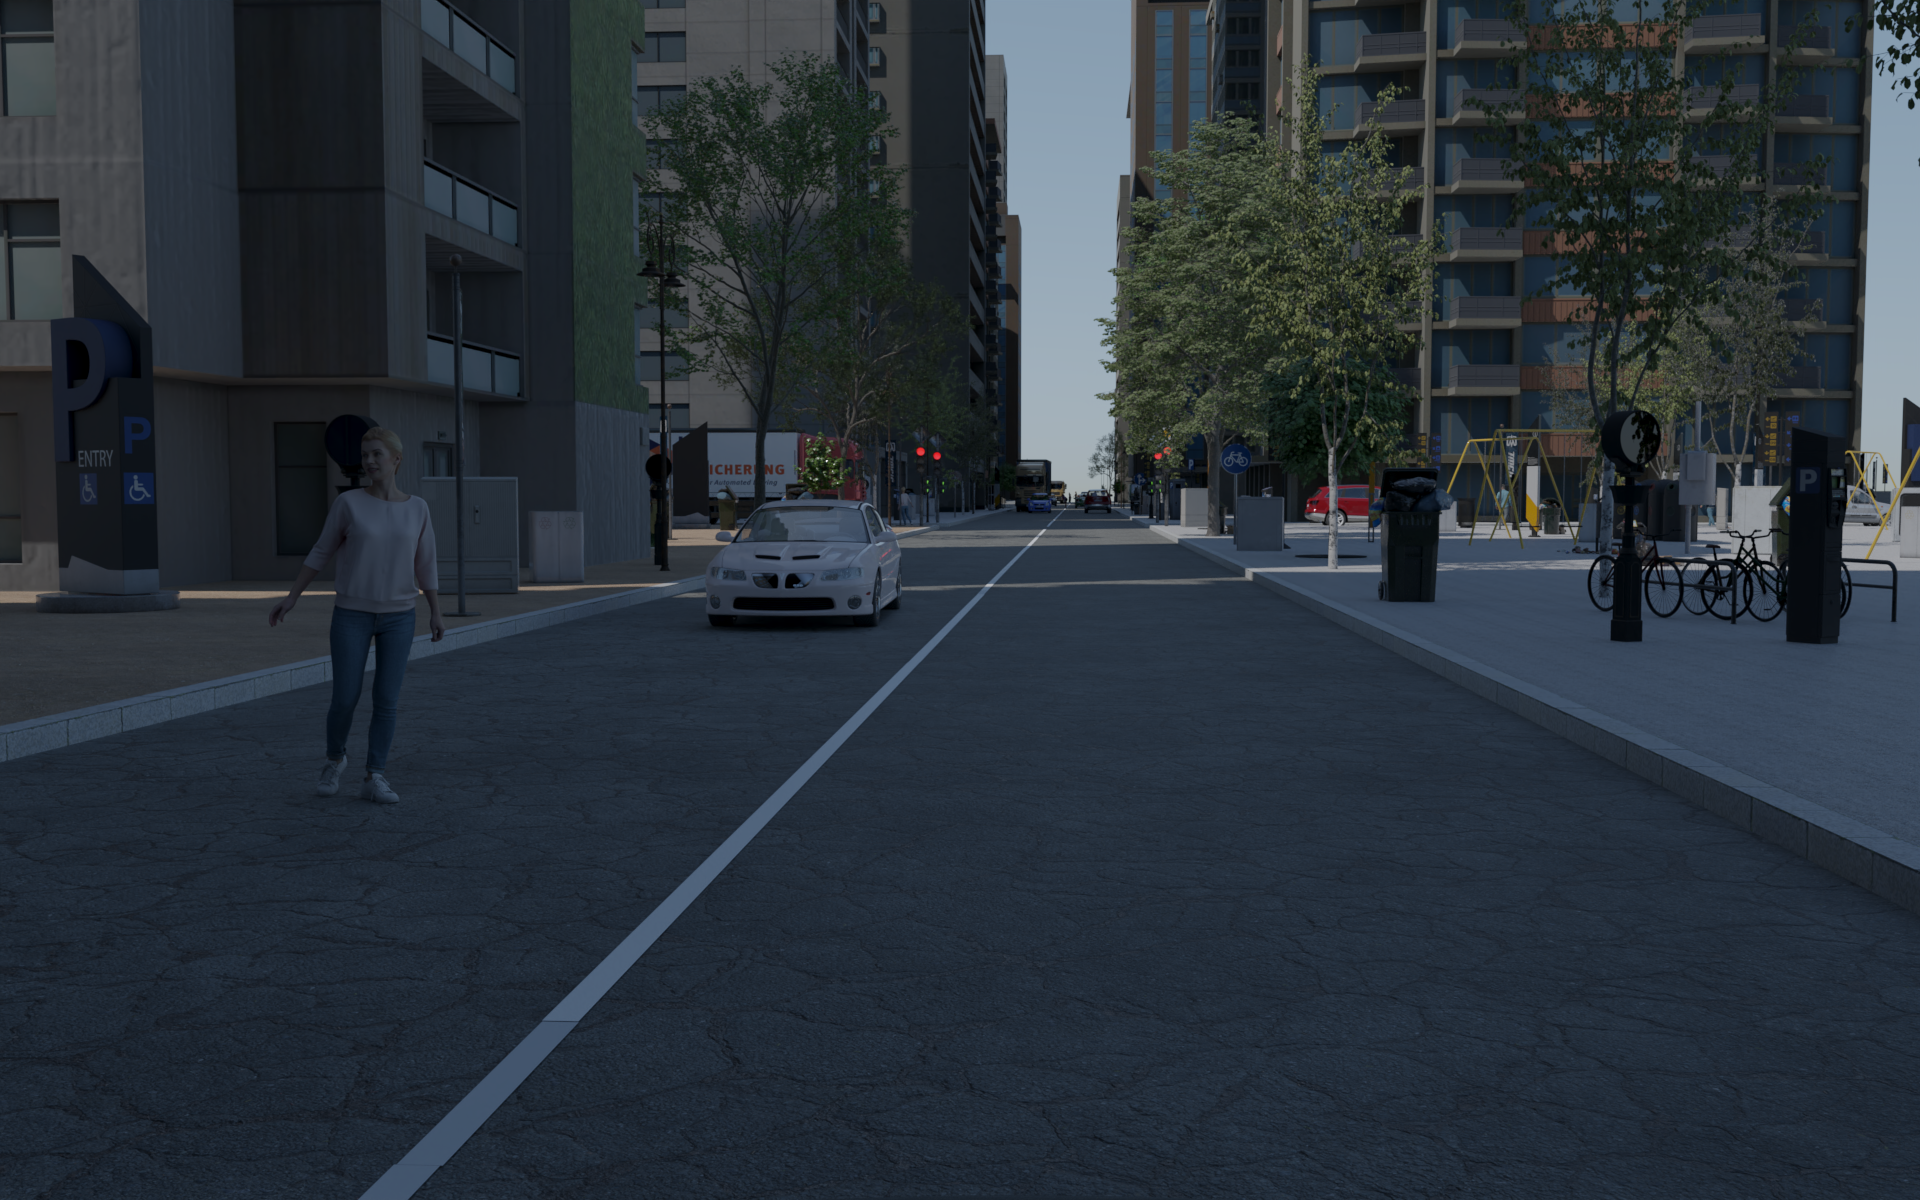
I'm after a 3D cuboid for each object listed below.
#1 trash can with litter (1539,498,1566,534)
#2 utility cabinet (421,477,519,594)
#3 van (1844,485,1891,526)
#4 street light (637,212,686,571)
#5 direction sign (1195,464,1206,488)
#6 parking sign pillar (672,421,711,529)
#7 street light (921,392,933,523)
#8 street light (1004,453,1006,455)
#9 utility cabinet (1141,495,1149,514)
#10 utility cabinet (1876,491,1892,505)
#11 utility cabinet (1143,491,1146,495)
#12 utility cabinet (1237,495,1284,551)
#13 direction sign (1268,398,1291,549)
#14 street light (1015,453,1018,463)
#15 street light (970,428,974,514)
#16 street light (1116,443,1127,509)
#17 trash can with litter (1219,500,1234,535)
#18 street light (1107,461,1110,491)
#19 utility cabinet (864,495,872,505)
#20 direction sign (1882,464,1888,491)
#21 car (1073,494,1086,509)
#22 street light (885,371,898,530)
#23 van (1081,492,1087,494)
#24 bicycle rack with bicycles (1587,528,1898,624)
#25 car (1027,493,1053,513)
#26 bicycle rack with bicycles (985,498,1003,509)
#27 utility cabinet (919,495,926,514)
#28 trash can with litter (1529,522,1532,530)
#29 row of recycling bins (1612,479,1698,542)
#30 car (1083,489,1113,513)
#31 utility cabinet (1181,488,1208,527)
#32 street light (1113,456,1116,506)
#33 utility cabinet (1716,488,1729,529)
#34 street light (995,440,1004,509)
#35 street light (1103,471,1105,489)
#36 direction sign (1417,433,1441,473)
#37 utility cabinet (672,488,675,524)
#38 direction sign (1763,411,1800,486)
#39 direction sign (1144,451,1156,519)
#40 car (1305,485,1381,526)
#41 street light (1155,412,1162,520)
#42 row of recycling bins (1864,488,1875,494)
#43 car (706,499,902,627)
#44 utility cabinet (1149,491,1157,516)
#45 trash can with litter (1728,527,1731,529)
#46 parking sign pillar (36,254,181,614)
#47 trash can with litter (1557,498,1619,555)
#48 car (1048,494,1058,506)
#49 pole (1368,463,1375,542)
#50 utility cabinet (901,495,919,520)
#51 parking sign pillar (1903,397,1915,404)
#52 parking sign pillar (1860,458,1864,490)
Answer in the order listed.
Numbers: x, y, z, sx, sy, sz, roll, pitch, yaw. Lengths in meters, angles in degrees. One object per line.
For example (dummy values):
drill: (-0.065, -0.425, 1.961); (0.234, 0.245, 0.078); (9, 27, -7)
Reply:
trash can with litter: (18.833, -2.668, 55.001); (0.624, 1.170, 1.055); (3, 5, 41)
utility cabinet: (-6.260, -0.824, 22.150); (1.173, 1.500, 0.318); (-1, 4, -11)
van: (36.469, -3.927, 71.218); (4.112, 2.044, 2.013); (0, 4, 4)
street light: (-4.933, -3.424, 28.764); (0.468, 5.910, 1.993); (0, 4, 4)
direction sign: (18.325, -8.553, 131.830); (0.876, 3.537, 0.379); (2, 4, 29)
parking sign pillar: (-9.994, -4.638, 64.302); (1.447, 3.967, 1.447); (0, 4, -1)
street light: (-1.458, -6.421, 77.774); (0.468, 5.910, 1.993); (0, 4, 4)
street light: (3.820, -11.093, 154.150); (0.468, 5.910, 1.993); (0, 4, 4)
utility cabinet: (11.547, -5.982, 108.973); (1.020, 1.237, 0.306); (-2, 4, -28)
utility cabinet: (65.958, -7.047, 123.895); (1.173, 1.500, 0.318); (3, 5, 42)
utility cabinet: (12.651, -6.853, 120.722); (0.318, 1.500, 1.173); (-3, 5, -39)
utility cabinet: (6.787, -1.712, 39.145); (1.020, 1.237, 0.306); (1, 4, 17)
direction sign: (7.574, -2.968, 40.529); (0.379, 3.537, 0.876); (-3, 5, -43)
street light: (6.202, -13.170, 188.117); (0.468, 5.910, 1.993); (0, 4, 4)
street light: (0.843, -8.471, 111.290); (0.468, 5.910, 1.993); (0, 4, 4)
street light: (14.893, -11.436, 159.758); (0.468, 5.910, 1.993); (0, 4, 4)
trash can with litter: (8.467, -2.683, 55.254); (1.055, 1.170, 0.624); (2, 4, 34)
street light: (19.566, -15.557, 227.144); (0.468, 5.910, 1.993); (0, 4, 4)
utility cabinet: (-4.937, -4.663, 87.395); (1.020, 1.237, 0.306); (-3, 4, -37)
direction sign: (69.317, -8.429, 129.811); (0.876, 3.537, 0.379); (-3, 5, -40)
car: (12.270, -9.754, 171.272); (2.131, 1.459, 4.920); (0, 4, 4)
street light: (-2.532, -5.470, 62.230); (0.468, 5.910, 1.993); (0, 4, 4)
van: (21.087, -17.483, 292.864); (2.013, 2.044, 4.112); (0, 4, 4)
bicycle rack with bicycles: (8.250, -0.276, 17.889); (2.852, 0.926, 2.925); (-1, 4, -8)
car: (6.013, -7.387, 130.370); (1.945, 1.707, 3.694); (0, 4, 4)
bicycle rack with bicycles: (2.667, -8.220, 147.786); (2.852, 0.926, 2.925); (0, 4, 2)
utility cabinet: (-2.733, -6.186, 112.298); (1.020, 1.237, 0.306); (0, 4, -3)
trash can with litter: (20.509, -3.064, 61.490); (0.624, 1.170, 1.055); (1, 4, 16)
row of recycling bins: (19.300, -2.506, 48.080); (1.069, 1.692, 3.534); (0, 4, -8)
car: (10.380, -7.451, 130.503); (2.281, 1.827, 5.304); (0, 4, 4)
utility cabinet: (9.061, -3.550, 66.719); (1.173, 1.500, 0.318); (-2, 4, -30)
street light: (17.244, -13.476, 193.114); (0.468, 5.910, 1.993); (0, 4, 4)
utility cabinet: (27.435, -3.279, 62.293); (0.318, 1.500, 1.173); (2, 4, 28)
street light: (3.196, -10.511, 144.647); (0.468, 5.910, 1.993); (0, 4, 4)
street light: (20.724, -16.556, 243.475); (0.468, 5.910, 1.993); (0, 4, 4)
direction sign: (17.328, -4.408, 64.060); (0.876, 3.537, 0.379); (0, 4, 3)
utility cabinet: (-10.925, -3.633, 68.075); (0.318, 1.500, 1.173); (1, 4, 18)
direction sign: (22.584, -3.406, 47.685); (0.876, 3.537, 0.379); (2, 4, 28)
direction sign: (10.034, -6.030, 90.579); (0.876, 3.537, 0.379); (-1, 4, -10)
car: (16.930, -3.840, 71.452); (5.304, 1.827, 2.281); (0, 4, 6)
street light: (9.713, -6.804, 84.038); (0.468, 5.910, 1.993); (0, 4, 4)
row of recycling bins: (62.855, -7.087, 122.984); (3.534, 1.692, 1.069); (2, 4, 25)
car: (-1.727, -0.484, 20.276); (2.083, 1.381, 4.827); (0, 4, 3)
utility cabinet: (11.367, -5.685, 101.635); (0.318, 1.500, 1.173); (0, 4, -8)
trash can with litter: (28.734, -3.255, 64.279); (2.233, 1.210, 1.678); (-3, 4, -38)
parking sign pillar: (-9.469, -1.877, 19.158); (1.447, 3.967, 1.447); (2, 4, 34)
trash can with litter: (13.798, -1.614, 37.448); (1.678, 1.210, 2.233); (-1, 4, -13)
car: (10.534, -11.877, 203.975); (2.009, 1.686, 4.222); (0, 4, 2)
pole: (10.910, -3.182, 45.863); (0.158, 3.312, 0.155); (0, 3, 0)
utility cabinet: (-2.619, -4.613, 86.584); (0.306, 1.237, 1.020); (-3, 4, -37)
parking sign pillar: (26.988, -3.659, 48.303); (1.447, 3.967, 1.447); (0, 4, -1)
parking sign pillar: (48.597, -6.473, 94.306); (1.447, 3.967, 1.447); (0, 4, -5)
